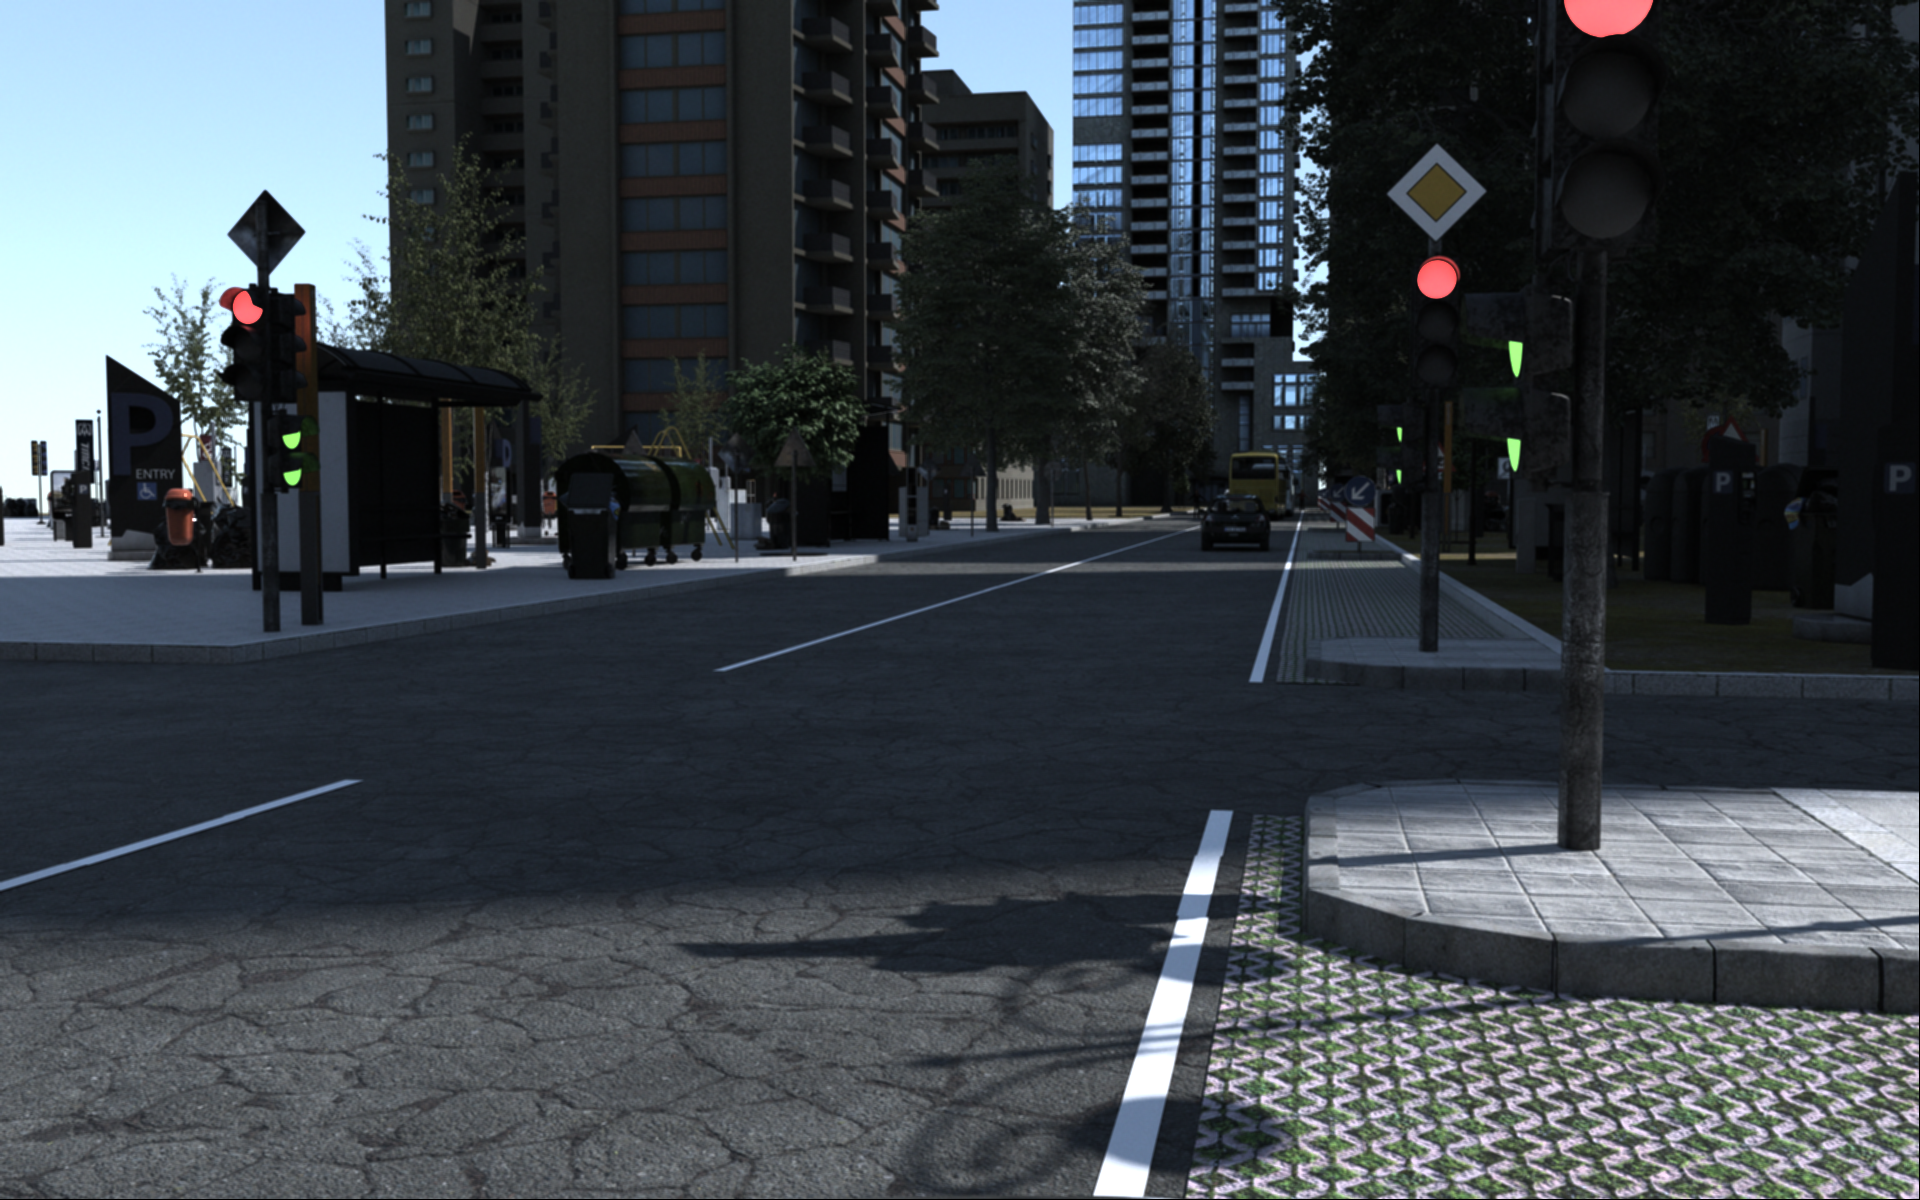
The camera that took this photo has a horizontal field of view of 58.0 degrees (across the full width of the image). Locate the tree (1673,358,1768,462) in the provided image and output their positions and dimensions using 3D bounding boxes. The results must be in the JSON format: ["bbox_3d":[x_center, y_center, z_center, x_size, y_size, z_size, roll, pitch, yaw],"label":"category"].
[{"bbox_3d":[36.074,-8.054,82.052,4.737,8.622,4.395,0,3,0],"label":"tree"}]

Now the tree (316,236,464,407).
[{"bbox_3d":[-16.067,-6.011,48.637,4.360,8.622,3.978,0,3,0],"label":"tree"}]

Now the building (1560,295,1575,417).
[{"bbox_3d":[55.060,-28.990,128.605,22.147,44.769,28.867,1,4,11],"label":"building"}]

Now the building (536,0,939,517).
[{"bbox_3d":[-13.645,-27.752,108.366,22.147,44.769,28.867,1,4,11],"label":"building"}]

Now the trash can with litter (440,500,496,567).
[{"bbox_3d":[-8.796,-1.177,30.632,0.624,1.170,1.055,3,5,39],"label":"trash can with litter"}]

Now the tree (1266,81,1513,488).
[{"bbox_3d":[19.843,-13.543,77.311,12.611,20.169,13.585,0,3,0],"label":"tree"}]

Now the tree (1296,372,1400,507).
[{"bbox_3d":[28.652,-12.596,122.952,9.611,12.733,9.660,0,3,0],"label":"tree"}]

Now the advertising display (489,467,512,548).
[{"bbox_3d":[-10.936,-2.203,41.226,0.123,1.923,0.974,-3,4,-38],"label":"advertising display"}]

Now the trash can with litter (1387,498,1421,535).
[{"bbox_3d":[14.087,-2.661,54.898,1.055,1.170,0.624,1,4,21],"label":"trash can with litter"}]

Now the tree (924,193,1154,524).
[{"bbox_3d":[3.437,-10.216,73.681,9.857,13.997,8.962,0,3,0],"label":"tree"}]

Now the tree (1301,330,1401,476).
[{"bbox_3d":[24.206,-10.844,103.061,9.928,11.665,9.643,0,3,0],"label":"tree"}]

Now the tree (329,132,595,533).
[{"bbox_3d":[-10.721,-5.242,36.067,4.737,8.622,4.395,0,3,0],"label":"tree"}]

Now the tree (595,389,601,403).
[{"bbox_3d":[-18.623,-7.804,77.957,4.737,8.622,4.395,0,3,0],"label":"tree"}]

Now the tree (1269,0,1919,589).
[{"bbox_3d":[8.674,-7.131,23.240,9.857,13.997,8.962,0,3,0],"label":"tree"}]

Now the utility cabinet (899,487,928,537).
[{"bbox_3d":[-1.403,-2.641,51.864,0.318,1.500,1.173,2,4,31],"label":"utility cabinet"}]

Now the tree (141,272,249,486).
[{"bbox_3d":[-25.284,-6.595,58.193,4.737,8.622,4.395,0,3,0],"label":"tree"}]

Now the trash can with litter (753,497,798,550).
[{"bbox_3d":[-4.271,-1.752,40.031,0.624,1.170,1.055,2,4,30],"label":"trash can with litter"}]

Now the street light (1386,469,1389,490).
[{"bbox_3d":[16.842,-5.837,68.229,0.468,5.910,1.993,1,4,11],"label":"street light"}]

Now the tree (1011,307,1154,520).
[{"bbox_3d":[6.052,-9.183,84.553,7.601,10.594,8.767,2,4,31],"label":"tree"}]

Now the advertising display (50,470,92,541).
[{"bbox_3d":[-24.252,-2.572,47.265,0.974,1.923,0.123,-3,4,-38],"label":"advertising display"}]

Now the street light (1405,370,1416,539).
[{"bbox_3d":[13.024,-4.704,49.700,0.468,5.910,1.993,1,4,11],"label":"street light"}]

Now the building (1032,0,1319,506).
[{"bbox_3d":[25.070,-53.976,195.171,31.000,86.520,22.319,1,4,11],"label":"building"}]

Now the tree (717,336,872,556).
[{"bbox_3d":[-3.431,-3.216,36.294,4.285,4.588,4.351,0,3,0],"label":"tree"}]

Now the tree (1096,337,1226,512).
[{"bbox_3d":[14.975,-12.769,125.775,9.611,12.733,9.660,0,3,0],"label":"tree"}]

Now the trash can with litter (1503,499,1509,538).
[{"bbox_3d":[15.204,-2.151,46.558,1.055,1.170,0.624,0,4,-4],"label":"trash can with litter"}]

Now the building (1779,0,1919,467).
[{"bbox_3d":[41.074,-31.700,60.302,21.231,58.520,28.212,1,4,11],"label":"building"}]

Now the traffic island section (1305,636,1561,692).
[{"bbox_3d":[3.842,0.499,14.123,2.009,0.180,2.903,1,4,11],"label":"traffic island section"}]

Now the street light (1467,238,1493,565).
[{"bbox_3d":[9.248,-3.568,31.120,0.468,5.910,1.993,1,4,11],"label":"street light"}]

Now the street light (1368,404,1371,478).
[{"bbox_3d":[20.525,-6.975,86.837,0.468,5.910,1.993,1,4,11],"label":"street light"}]

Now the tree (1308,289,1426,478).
[{"bbox_3d":[22.772,-10.732,93.603,7.486,12.596,7.792,0,3,0],"label":"tree"}]

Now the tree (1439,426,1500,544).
[{"bbox_3d":[12.906,-3.089,45.115,1.663,3.219,1.824,0,3,0],"label":"tree"}]

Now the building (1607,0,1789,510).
[{"bbox_3d":[46.747,-25.985,108.454,14.154,41.232,14.086,1,4,11],"label":"building"}]

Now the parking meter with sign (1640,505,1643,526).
[{"bbox_3d":[26.631,-4.498,69.806,1.738,3.016,0.543,3,5,42],"label":"parking meter with sign"}]

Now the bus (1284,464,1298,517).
[{"bbox_3d":[20.284,-7.163,111.967,2.948,3.499,13.247,1,4,12],"label":"bus"}]

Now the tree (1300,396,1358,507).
[{"bbox_3d":[35.059,-14.861,153.348,12.009,13.543,11.850,0,3,0],"label":"tree"}]

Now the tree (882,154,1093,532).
[{"bbox_3d":[0.843,-8.573,58.292,7.486,12.596,7.792,0,3,0],"label":"tree"}]

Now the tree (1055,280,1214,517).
[{"bbox_3d":[8.911,-11.405,96.848,12.009,13.543,11.850,0,3,0],"label":"tree"}]

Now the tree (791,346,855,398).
[{"bbox_3d":[-7.254,-8.240,85.091,4.737,8.622,4.395,0,3,0],"label":"tree"}]

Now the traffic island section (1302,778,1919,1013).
[{"bbox_3d":[2.270,0.978,6.293,2.009,0.180,2.903,1,4,11],"label":"traffic island section"}]

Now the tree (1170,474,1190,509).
[{"bbox_3d":[18.867,-9.493,149.804,1.663,3.219,1.824,0,3,0],"label":"tree"}]

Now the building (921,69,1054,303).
[{"bbox_3d":[-1.019,-35.368,201.963,21.600,48.544,21.300,1,4,11],"label":"building"}]

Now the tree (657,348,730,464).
[{"bbox_3d":[-13.605,-8.421,88.048,4.737,8.622,4.395,0,3,0],"label":"tree"}]

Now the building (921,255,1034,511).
[{"bbox_3d":[-10.293,-18.275,143.837,28.899,21.520,27.650,1,4,11],"label":"building"}]

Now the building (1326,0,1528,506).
[{"bbox_3d":[51.034,-45.965,189.786,20.611,71.187,20.563,1,4,11],"label":"building"}]

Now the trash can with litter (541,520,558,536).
[{"bbox_3d":[-12.126,-2.600,53.570,2.233,1.210,1.678,-1,4,-14],"label":"trash can with litter"}]

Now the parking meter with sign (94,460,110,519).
[{"bbox_3d":[-43.497,-5.671,88.989,1.738,3.016,0.543,0,4,-6],"label":"parking meter with sign"}]

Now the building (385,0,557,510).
[{"bbox_3d":[-34.578,-32.209,150.314,21.600,48.544,21.300,1,4,11],"label":"building"}]

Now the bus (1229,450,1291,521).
[{"bbox_3d":[16.645,-6.393,96.073,2.896,3.916,12.252,1,4,13],"label":"bus"}]

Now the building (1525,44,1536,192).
[{"bbox_3d":[76.103,-36.733,189.828,27.495,52.752,28.713,1,4,11],"label":"building"}]
